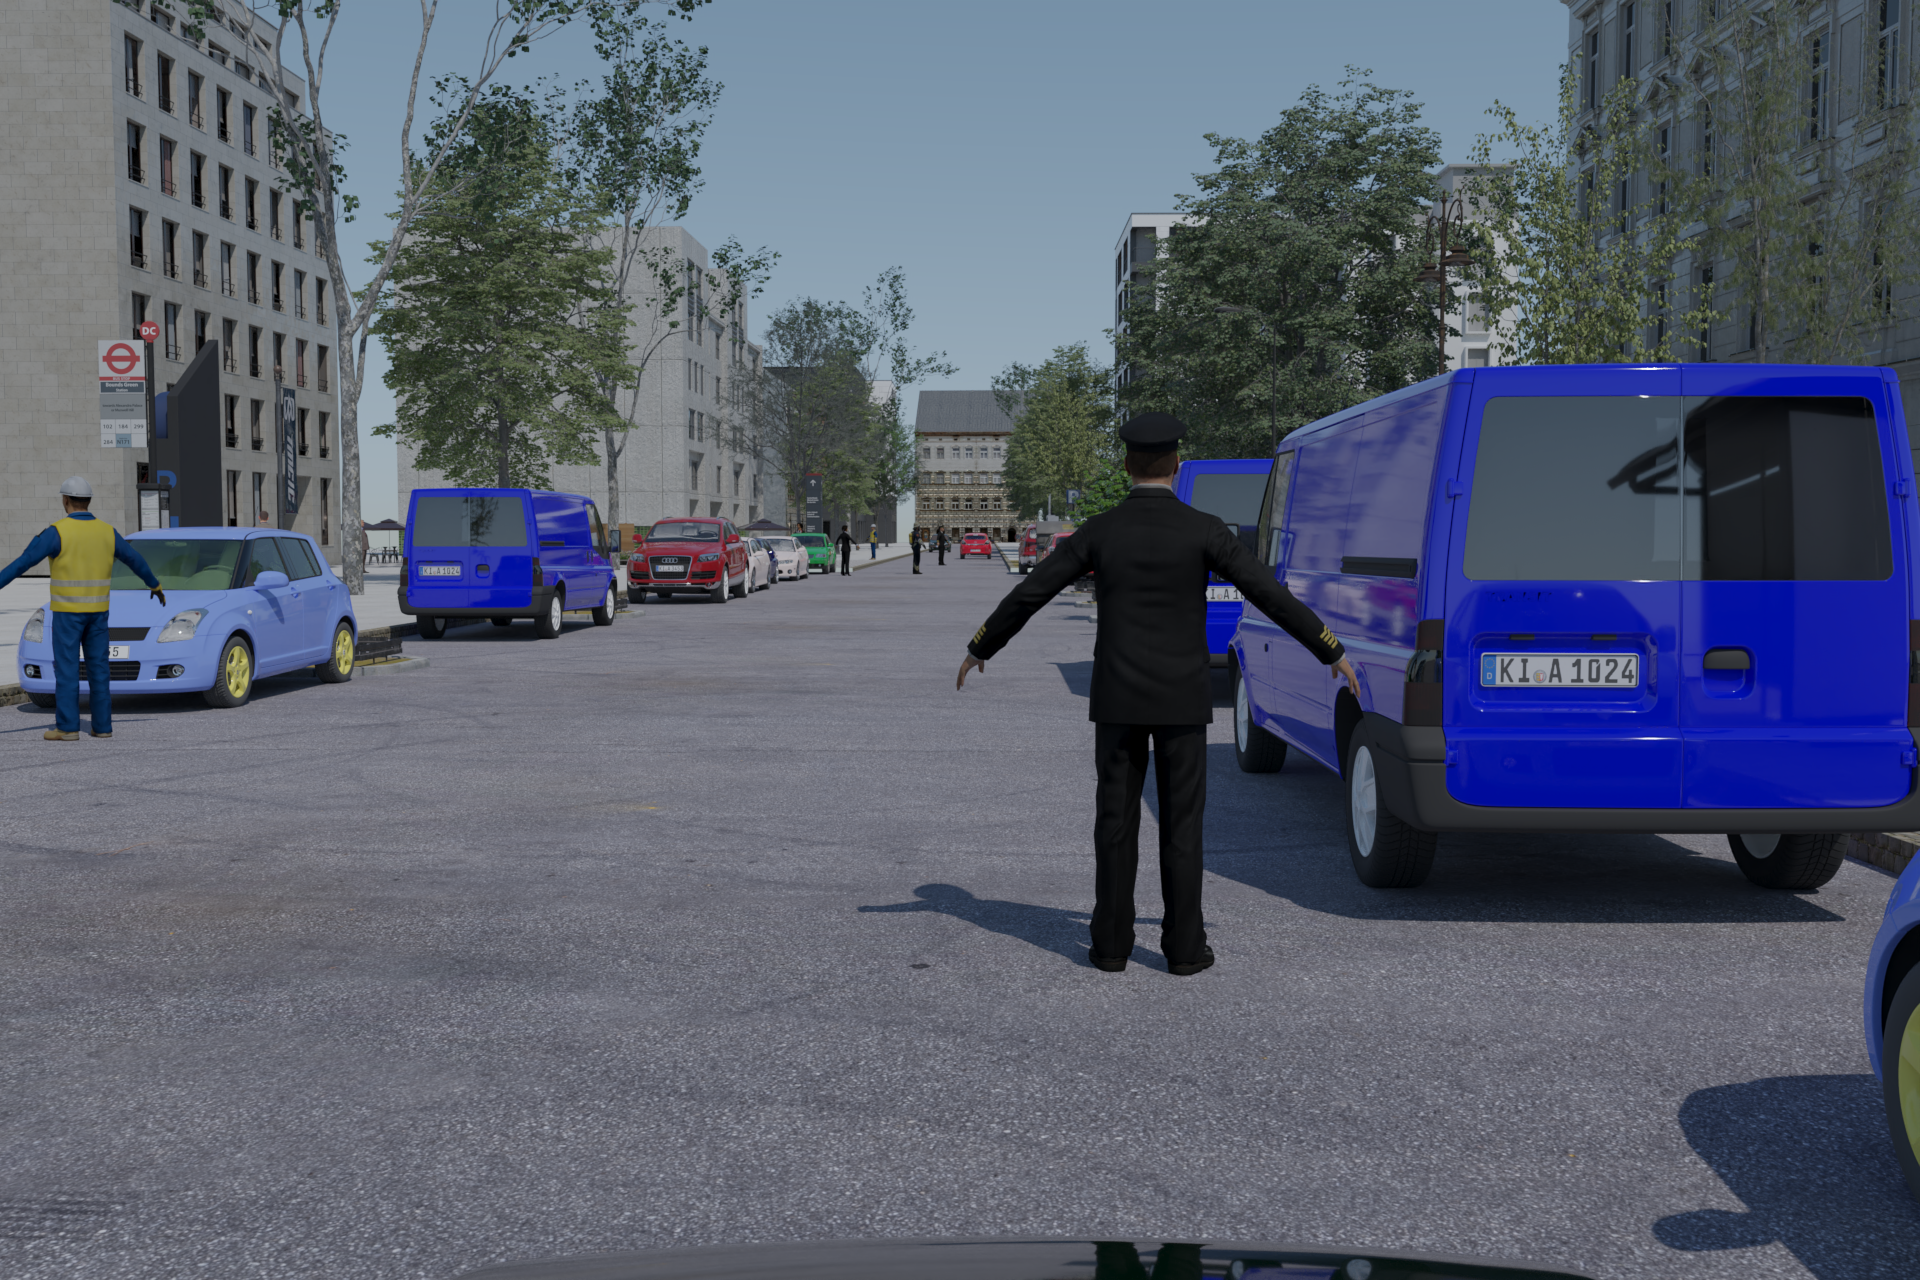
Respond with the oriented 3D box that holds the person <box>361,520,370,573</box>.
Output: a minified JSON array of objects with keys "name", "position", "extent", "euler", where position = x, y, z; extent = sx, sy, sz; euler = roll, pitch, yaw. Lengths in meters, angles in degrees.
[{"name":"person","position":[-19.490,-3.055,56.538],"extent":[0.434,1.755,0.990],"euler":[0,4,1]}]

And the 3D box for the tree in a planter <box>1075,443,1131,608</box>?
[{"name":"tree in a planter","position":[3.270,-2.255,34.094],"extent":[1.991,3.239,1.994],"euler":[0,4,2]}]

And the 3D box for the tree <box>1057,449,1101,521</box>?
[{"name":"tree","position":[7.194,-10.165,116.558],"extent":[4.360,8.622,3.978],"euler":[0,3,0]}]

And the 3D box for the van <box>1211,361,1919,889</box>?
[{"name":"van","position":[2.586,-0.261,8.649],"extent":[2.240,2.365,5.245],"euler":[0,4,0]}]

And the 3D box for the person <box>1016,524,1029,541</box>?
[{"name":"person","position":[3.676,-5.298,92.803],"extent":[1.347,1.806,0.705],"euler":[-1,4,-9]}]

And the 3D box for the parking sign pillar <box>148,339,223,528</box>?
[{"name":"parking sign pillar","position":[-10.470,-2.139,23.442],"extent":[1.447,3.967,1.447],"euler":[0,4,0]}]

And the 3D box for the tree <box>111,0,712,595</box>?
[{"name":"tree","position":[-11.442,-10.963,35.141],"extent":[12.611,20.169,13.585],"euler":[0,3,0]}]

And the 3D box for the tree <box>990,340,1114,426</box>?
[{"name":"tree","position":[9.599,-19.131,168.687],"extent":[12.611,20.169,13.585],"euler":[0,3,0]}]

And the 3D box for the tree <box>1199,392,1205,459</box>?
[{"name":"tree","position":[11.119,-7.615,74.869],"extent":[4.360,8.622,3.978],"euler":[0,3,0]}]

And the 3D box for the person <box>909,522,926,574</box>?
[{"name":"person","position":[-1.520,-3.266,61.634],"extent":[0.705,1.856,1.354],"euler":[-1,4,-20]}]

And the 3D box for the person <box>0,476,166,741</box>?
[{"name":"person","position":[-6.171,-0.226,12.118],"extent":[0.705,1.833,1.349],"euler":[3,4,37]}]

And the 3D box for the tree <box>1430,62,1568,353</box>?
[{"name":"tree","position":[24.541,-13.040,69.086],"extent":[12.611,20.169,13.585],"euler":[0,3,0]}]

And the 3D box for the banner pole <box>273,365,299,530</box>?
[{"name":"banner pole","position":[-10.121,-2.204,26.048],"extent":[0.401,3.779,0.863],"euler":[0,4,1]}]

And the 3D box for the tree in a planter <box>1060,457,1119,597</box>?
[{"name":"tree in a planter","position":[3.329,-2.627,40.175],"extent":[1.991,3.239,1.994],"euler":[0,4,1]}]

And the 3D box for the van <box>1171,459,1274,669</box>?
[{"name":"van","position":[2.625,-0.743,16.528],"extent":[2.240,2.365,5.245],"euler":[0,4,0]}]

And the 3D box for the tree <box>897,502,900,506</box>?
[{"name":"tree","position":[-10.693,-19.174,263.859],"extent":[4.360,8.622,3.978],"euler":[0,3,0]}]

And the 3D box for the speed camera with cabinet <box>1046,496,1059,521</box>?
[{"name":"speed camera with cabinet","position":[4.553,-5.507,84.374],"extent":[0.660,3.252,2.038],"euler":[0,4,2]}]

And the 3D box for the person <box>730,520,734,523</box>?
[{"name":"person","position":[-9.540,-4.061,72.164],"extent":[0.705,1.858,1.354],"euler":[0,4,-8]}]

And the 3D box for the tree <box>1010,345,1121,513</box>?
[{"name":"tree","position":[6.454,-11.416,104.772],"extent":[7.486,12.596,7.792],"euler":[0,3,0]}]

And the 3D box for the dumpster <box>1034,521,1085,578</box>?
[{"name":"dumpster","position":[3.380,-2.988,57.062],"extent":[1.865,1.857,1.264],"euler":[0,4,1]}]

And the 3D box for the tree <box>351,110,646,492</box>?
[{"name":"tree","position":[-12.310,-7.855,46.554],"extent":[7.486,12.596,7.792],"euler":[0,3,0]}]

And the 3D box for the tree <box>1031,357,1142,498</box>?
[{"name":"tree","position":[7.384,-9.553,90.599],"extent":[8.767,10.594,7.601],"euler":[1,4,18]}]

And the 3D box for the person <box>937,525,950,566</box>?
[{"name":"person","position":[-0.812,-4.306,78.803],"extent":[0.705,1.837,1.347],"euler":[1,4,22]}]

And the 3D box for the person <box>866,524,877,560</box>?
[{"name":"person","position":[-4.407,-4.889,86.401],"extent":[0.721,1.772,1.216],"euler":[-2,4,-24]}]

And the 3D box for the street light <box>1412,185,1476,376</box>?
[{"name":"street light","position":[6.506,-3.098,23.448],"extent":[0.468,5.910,1.993],"euler":[0,4,1]}]

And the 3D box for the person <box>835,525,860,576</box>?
[{"name":"person","position":[-3.863,-3.064,59.281],"extent":[1.216,1.740,0.721],"euler":[3,5,44]}]

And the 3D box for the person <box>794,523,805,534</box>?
[{"name":"person","position":[-7.858,-4.801,84.647],"extent":[1.345,1.843,0.704],"euler":[2,4,33]}]

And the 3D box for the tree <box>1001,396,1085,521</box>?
[{"name":"tree","position":[6.930,-13.444,137.943],"extent":[7.486,12.596,7.792],"euler":[0,3,0]}]

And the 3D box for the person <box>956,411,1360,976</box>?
[{"name":"person","position":[0.632,0.164,5.711],"extent":[1.347,1.837,0.705],"euler":[1,4,11]}]

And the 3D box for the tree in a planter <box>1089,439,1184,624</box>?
[{"name":"tree in a planter","position":[3.111,-1.893,28.171],"extent":[1.991,3.239,1.994],"euler":[0,4,2]}]

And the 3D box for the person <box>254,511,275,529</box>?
[{"name":"person","position":[-14.400,-1.783,35.722],"extent":[0.617,1.759,0.750],"euler":[-3,4,-37]}]

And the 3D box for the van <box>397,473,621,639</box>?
[{"name":"van","position":[-6.408,-1.280,25.317],"extent":[2.240,2.365,5.245],"euler":[0,4,1]}]

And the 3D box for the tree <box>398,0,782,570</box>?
[{"name":"tree","position":[-12.589,-12.454,59.513],"extent":[12.611,20.169,13.585],"euler":[0,3,0]}]

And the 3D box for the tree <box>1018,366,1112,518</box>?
[{"name":"tree","position":[4.740,-7.630,75.120],"extent":[4.737,8.622,4.395],"euler":[0,3,0]}]

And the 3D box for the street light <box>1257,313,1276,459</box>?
[{"name":"street light","position":[6.968,-3.851,35.505],"extent":[1.470,5.913,1.316],"euler":[0,4,1]}]

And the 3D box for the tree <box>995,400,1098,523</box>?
[{"name":"tree","position":[7.596,-15.236,155.766],"extent":[9.857,13.997,8.962],"euler":[0,3,0]}]

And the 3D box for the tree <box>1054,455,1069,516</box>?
[{"name":"tree","position":[8.260,-12.028,147.016],"extent":[4.360,8.622,3.978],"euler":[0,3,0]}]
